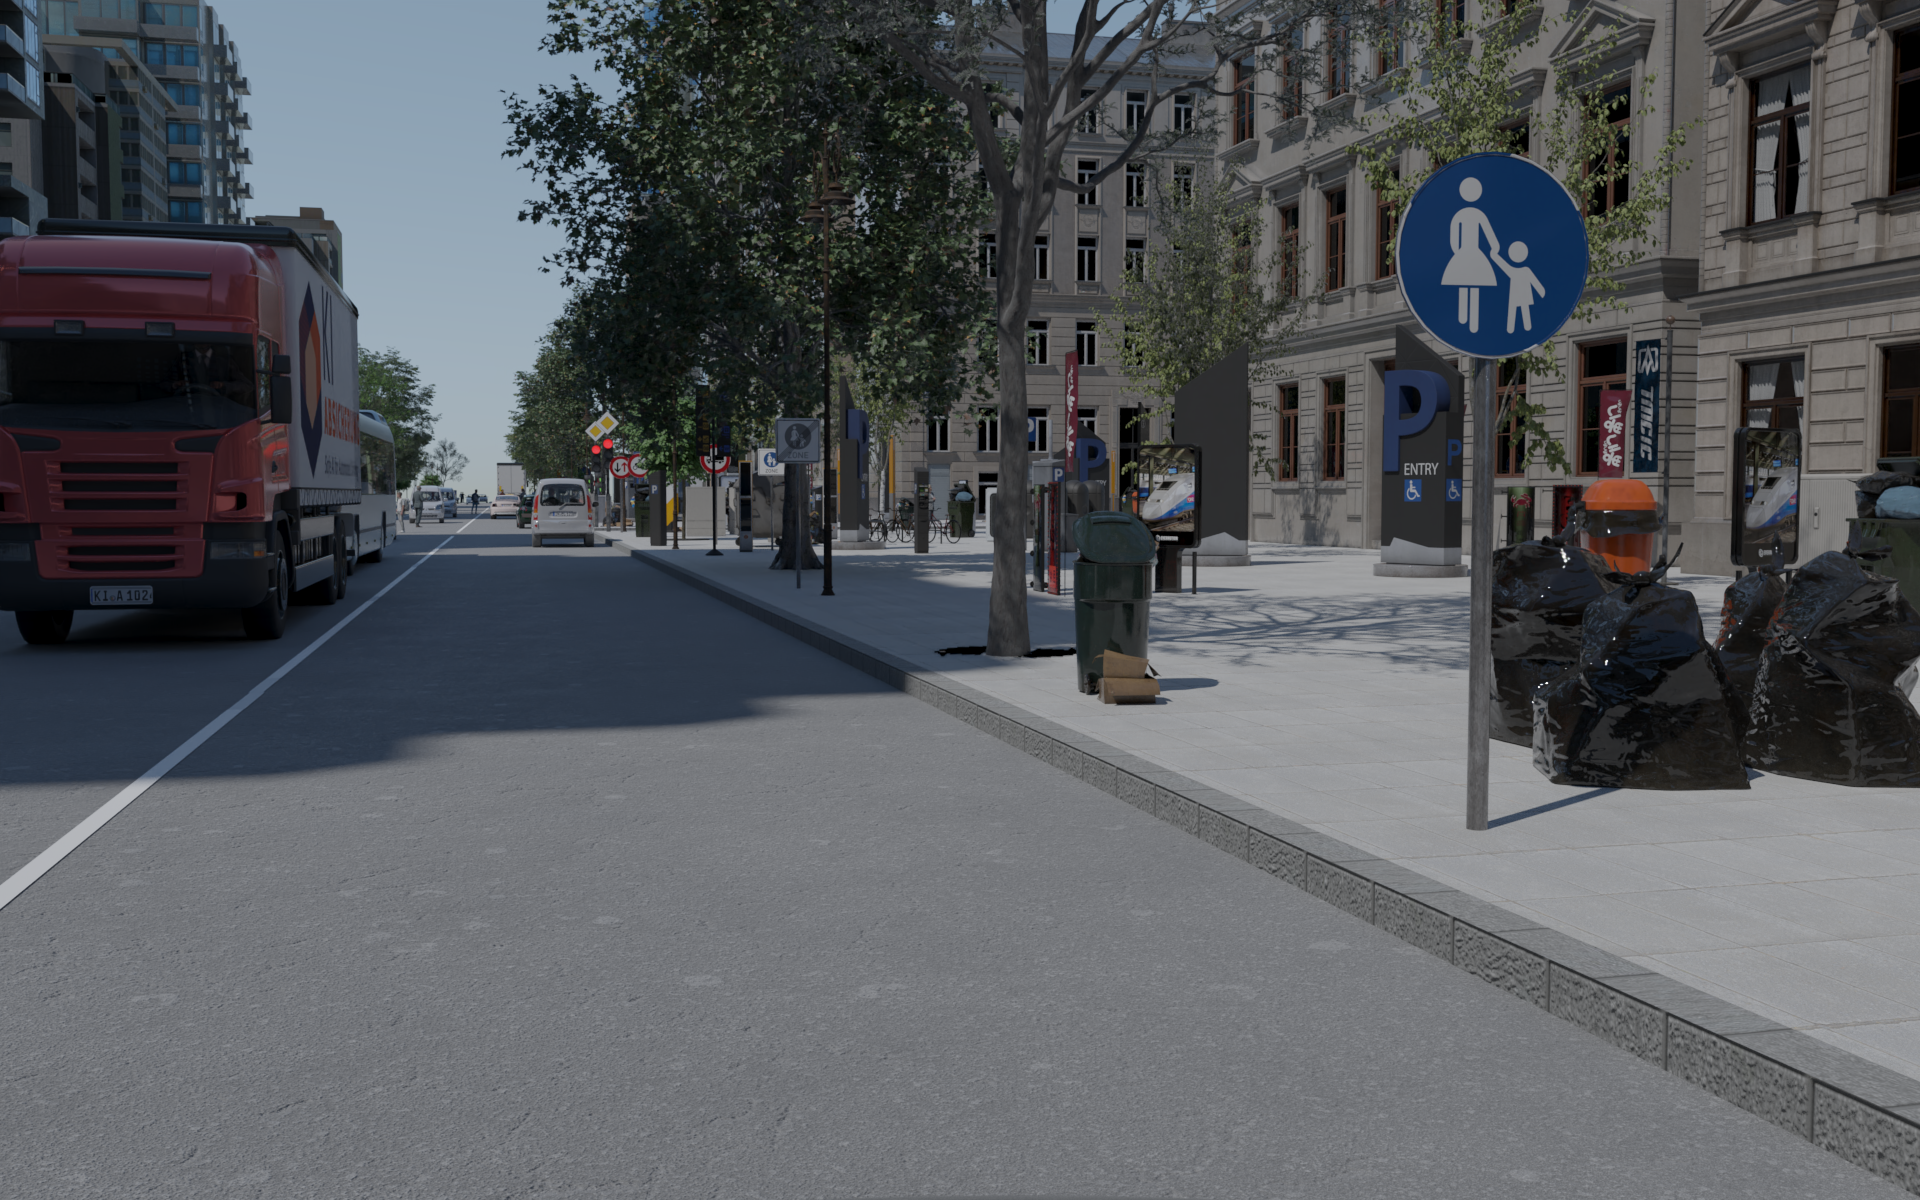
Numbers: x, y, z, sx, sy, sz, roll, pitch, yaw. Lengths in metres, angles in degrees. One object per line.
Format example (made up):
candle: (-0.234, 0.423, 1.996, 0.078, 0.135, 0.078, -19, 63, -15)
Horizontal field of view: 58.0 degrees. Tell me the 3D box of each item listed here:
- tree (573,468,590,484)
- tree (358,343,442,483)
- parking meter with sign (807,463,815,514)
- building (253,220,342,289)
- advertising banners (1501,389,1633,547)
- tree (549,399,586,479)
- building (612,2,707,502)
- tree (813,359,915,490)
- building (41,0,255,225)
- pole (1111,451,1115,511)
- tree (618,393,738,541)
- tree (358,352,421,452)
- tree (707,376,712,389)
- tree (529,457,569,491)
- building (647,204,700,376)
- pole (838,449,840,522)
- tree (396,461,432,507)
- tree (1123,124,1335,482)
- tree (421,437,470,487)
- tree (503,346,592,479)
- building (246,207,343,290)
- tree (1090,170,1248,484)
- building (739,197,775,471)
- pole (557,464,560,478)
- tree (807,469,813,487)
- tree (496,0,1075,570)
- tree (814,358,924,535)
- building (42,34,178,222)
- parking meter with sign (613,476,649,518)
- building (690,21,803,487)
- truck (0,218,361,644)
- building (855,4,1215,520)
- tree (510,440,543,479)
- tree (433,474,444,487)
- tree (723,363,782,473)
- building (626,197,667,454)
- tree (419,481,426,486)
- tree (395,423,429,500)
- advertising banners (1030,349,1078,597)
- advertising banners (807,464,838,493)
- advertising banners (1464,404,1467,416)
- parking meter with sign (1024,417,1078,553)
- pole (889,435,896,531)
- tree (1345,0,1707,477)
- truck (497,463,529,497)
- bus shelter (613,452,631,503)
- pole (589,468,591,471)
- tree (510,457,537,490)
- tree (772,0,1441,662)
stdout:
tree: (-25.373, -7.454, 116.480, 1.663, 3.219, 1.824, 0, 3, 0)
tree: (-49.308, -14.712, 147.199, 9.857, 13.997, 8.962, 0, 3, 0)
parking meter with sign: (-6.193, -4.441, 68.879, 0.543, 3.016, 1.738, -1, 4, -17)
building: (-100.315, -35.206, 259.213, 14.154, 41.232, 14.086, -1, 4, -15)
advertising banners: (10.198, -2.016, 29.143, 2.074, 3.025, 0.090, 1, 4, 9)
tree: (-24.991, -9.833, 111.132, 4.360, 8.622, 3.978, 0, 3, 0)
building: (-45.083, -59.373, 283.418, 22.319, 86.520, 31.000, -1, 4, -15)
tree: (-3.459, -7.426, 71.780, 4.360, 8.622, 3.978, 0, 3, 0)
building: (-80.883, -33.476, 166.935, 23.786, 49.044, 30.456, -1, 4, -15)
pole: (7.221, -5.375, 81.718, 0.158, 3.312, 0.155, 0, 3, 0)
tree: (-7.773, -3.940, 48.126, 4.285, 4.588, 4.351, 0, 3, 0)
tree: (-44.184, -12.395, 128.419, 9.928, 11.665, 9.643, 0, 3, 0)
tree: (-13.681, -9.143, 99.847, 4.737, 8.622, 4.395, 0, 3, 0)
tree: (-58.679, -17.947, 243.789, 4.737, 8.622, 4.395, 0, 3, 0)
building: (-39.405, -34.487, 247.457, 14.154, 41.232, 14.086, -1, 4, -15)
pole: (-5.424, -5.167, 78.323, 0.158, 3.312, 0.155, 0, 3, 0)
tree: (-55.261, -11.404, 170.169, 4.285, 4.588, 4.351, 0, 3, 0)
tree: (5.062, -5.157, 34.683, 4.360, 8.622, 3.978, 0, 3, 0)
tree: (-84.668, -21.334, 283.217, 8.767, 10.594, 7.601, -2, 4, -30)
tree: (-31.020, -13.125, 132.728, 7.486, 12.596, 7.792, 0, 3, 0)
building: (-104.739, -38.068, 272.524, 14.600, 45.320, 14.200, -1, 4, -15)
tree: (5.284, -5.470, 39.797, 4.737, 8.622, 4.395, 0, 3, 0)
building: (-9.002, -21.164, 133.416, 14.401, 28.519, 23.554, -1, 4, -15)
pole: (-26.460, -7.365, 114.253, 0.158, 3.312, 0.155, 0, 3, 0)
tree: (-6.517, -8.233, 84.971, 4.360, 8.622, 3.978, 0, 3, 0)
tree: (-2.876, -6.878, 29.457, 9.611, 12.733, 9.660, 0, 3, 0)
tree: (-2.450, -6.379, 54.653, 4.737, 8.622, 4.395, 0, 3, 0)
building: (-78.195, -27.397, 139.818, 32.217, 40.220, 23.993, -1, 4, -15)
parking meter with sign: (-15.385, -5.203, 81.333, 1.738, 3.016, 0.543, -2, 4, -32)
building: (-14.990, -44.410, 164.363, 20.563, 71.187, 20.611, -1, 4, -15)
truck: (-8.713, -1.909, 20.121, 2.839, 4.237, 11.283, -1, 4, -15)
building: (7.415, -18.037, 92.173, 25.104, 27.353, 12.463, -1, 4, -15)
tree: (-49.660, -16.614, 206.049, 8.767, 10.594, 7.601, 0, 4, 0)
tree: (-74.962, -16.020, 245.635, 4.285, 4.588, 4.351, 0, 3, 0)
tree: (-8.494, -7.886, 79.292, 4.737, 8.622, 4.395, 0, 3, 0)
building: (-42.724, -37.367, 261.057, 14.600, 45.320, 14.200, -1, 4, -15)
tree: (-71.866, -14.469, 231.174, 1.663, 3.219, 1.824, 0, 3, 0)
tree: (-58.437, -14.083, 180.613, 4.737, 8.622, 4.395, 0, 3, 0)
advertising banners: (1.194, -1.581, 22.030, 0.090, 3.025, 2.074, -1, 4, -12)
advertising banners: (-7.171, -5.761, 90.382, 2.074, 3.025, 0.090, -1, 4, -18)
advertising banners: (8.950, -2.265, 33.216, 2.074, 3.025, 0.090, -2, 4, -29)
parking meter with sign: (1.971, -2.588, 38.575, 0.543, 3.016, 1.738, -3, 4, -36)
pole: (-2.334, -4.033, 59.790, 0.158, 3.312, 0.155, 0, 3, 0)
tree: (7.089, -4.425, 22.712, 4.737, 8.622, 4.395, 0, 3, 0)
truck: (-41.280, -10.446, 159.697, 2.839, 4.237, 11.283, -1, 4, -13)
bus shelter: (-19.262, -6.636, 99.785, 1.731, 3.624, 6.357, -1, 4, -15)
pole: (-27.641, -8.298, 129.511, 0.158, 3.312, 0.155, 0, 3, 0)
tree: (-69.525, -21.867, 283.286, 9.928, 11.665, 9.643, 0, 3, 0)
tree: (0.466, -6.296, 13.302, 12.009, 13.543, 11.850, 0, 3, 0)
